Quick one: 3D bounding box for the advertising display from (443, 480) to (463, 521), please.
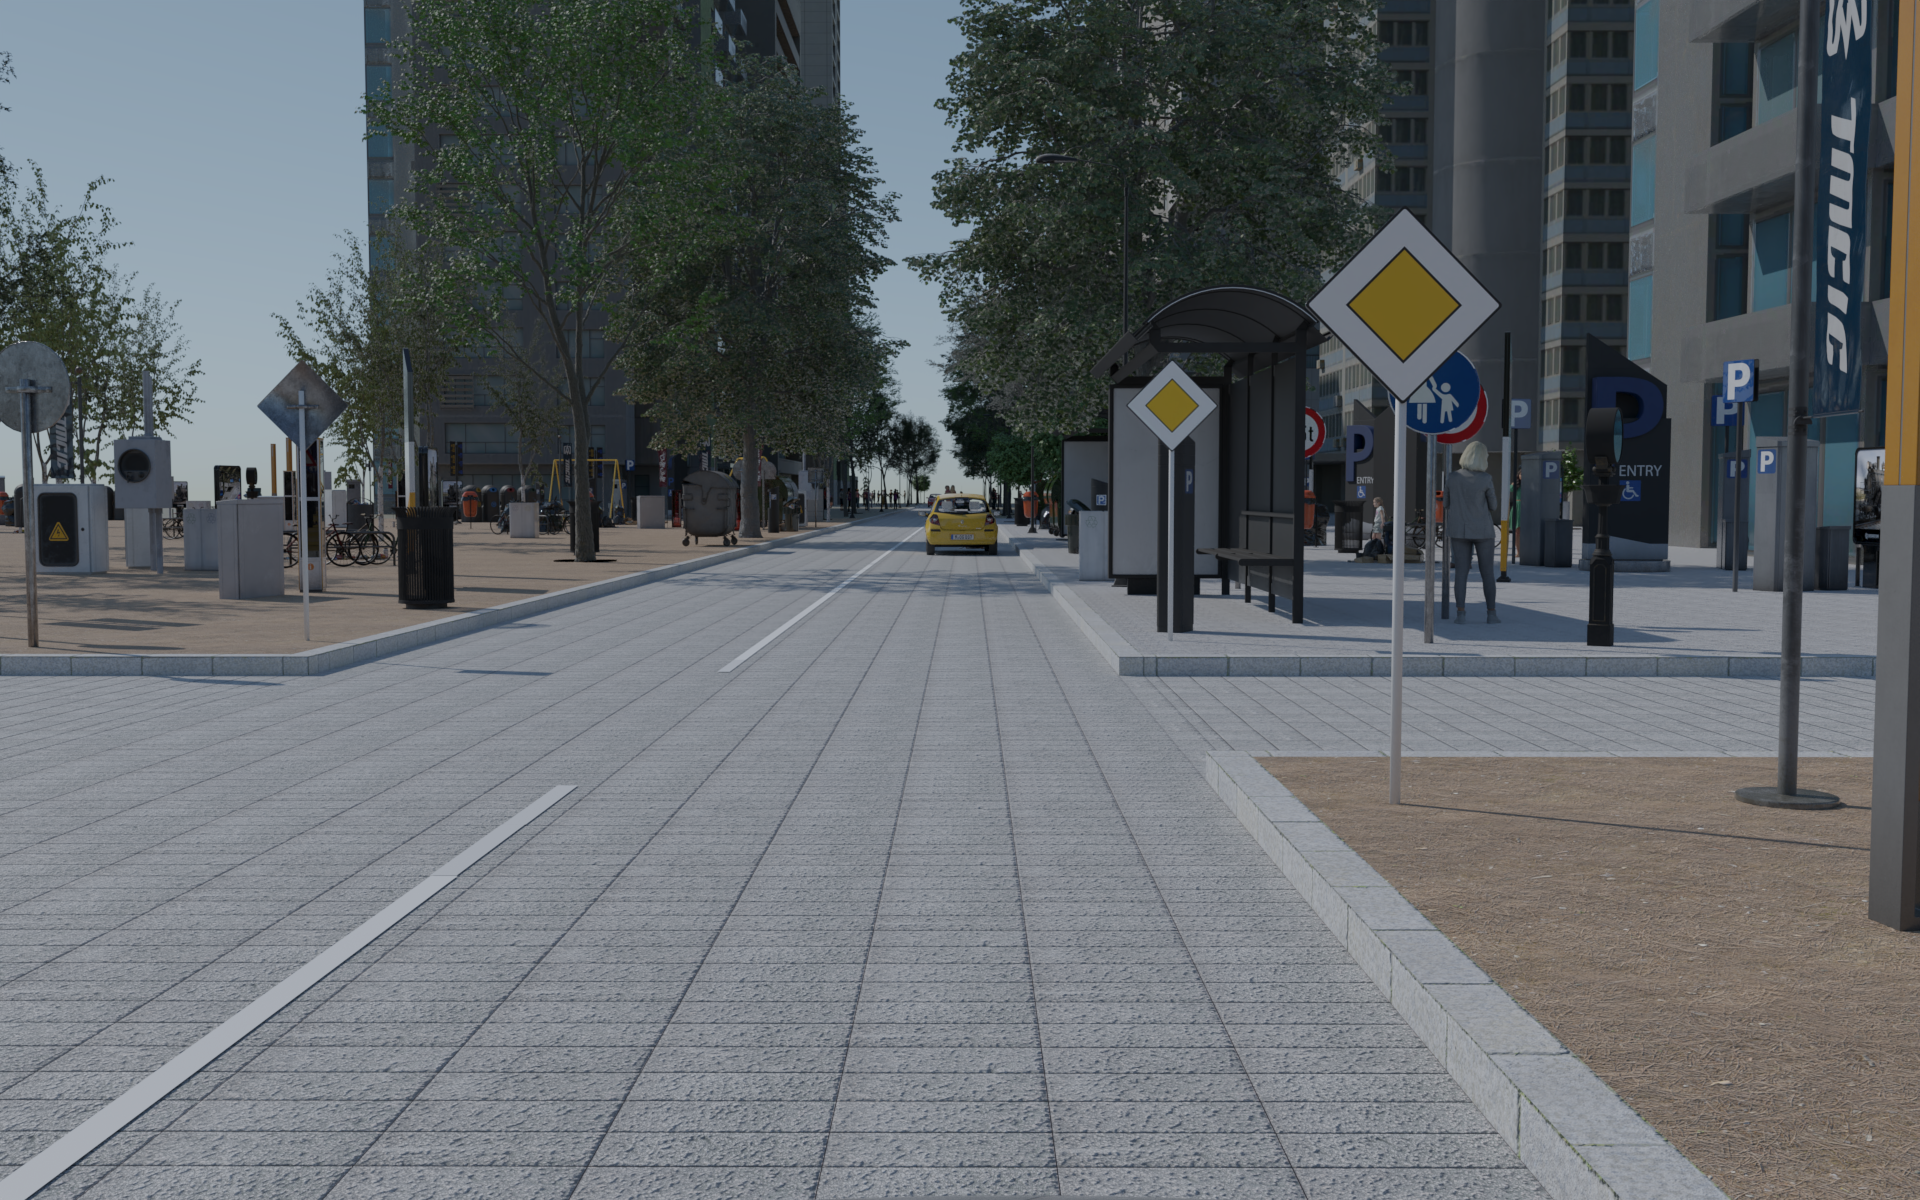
[{"bbox_3d":[-23.854,-4.659,81.394,0.974,1.923,0.123,-2,4,-33],"label":"advertising display"}]

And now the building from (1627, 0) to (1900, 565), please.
[{"bbox_3d":[30.196,-25.366,34.340,30.456,49.044,23.786,0,4,0],"label":"building"}]

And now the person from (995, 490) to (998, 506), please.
[{"bbox_3d":[3.665,-10.378,176.410,1.217,1.739,0.721,2,4,28],"label":"person"}]

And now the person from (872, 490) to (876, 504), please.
[{"bbox_3d":[-10.675,-12.789,215.141,0.705,1.824,1.348,-1,4,-14],"label":"person"}]

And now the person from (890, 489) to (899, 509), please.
[{"bbox_3d":[-5.510,-8.511,145.882,0.721,1.739,1.217,3,5,40],"label":"person"}]

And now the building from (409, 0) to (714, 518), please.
[{"bbox_3d":[-21.858,-25.337,97.854,14.154,41.232,14.086,0,4,0],"label":"building"}]

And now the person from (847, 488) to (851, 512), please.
[{"bbox_3d":[-7.838,-7.163,123.836,0.721,1.739,1.217,0,4,3],"label":"person"}]

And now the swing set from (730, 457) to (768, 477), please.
[{"bbox_3d":[-8.782,-4.630,73.316,2.862,2.851,3.119,-2,4,-28],"label":"swing set"}]

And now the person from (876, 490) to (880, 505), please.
[{"bbox_3d":[-9.132,-11.442,194.030,0.530,1.710,0.541,0,4,-5],"label":"person"}]

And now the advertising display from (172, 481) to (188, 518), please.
[{"bbox_3d":[-38.881,-4.958,86.275,0.123,1.923,0.974,2,4,25],"label":"advertising display"}]

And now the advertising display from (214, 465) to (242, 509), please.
[{"bbox_3d":[-16.398,-2.056,38.825,0.123,1.923,0.974,0,4,6],"label":"advertising display"}]

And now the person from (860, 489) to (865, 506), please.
[{"bbox_3d":[-10.760,-11.465,193.583,0.705,1.812,1.348,-2,4,-32],"label":"person"}]

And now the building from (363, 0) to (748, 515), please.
[{"bbox_3d":[-26.813,-30.597,119.869,23.786,49.044,30.456,0,4,0],"label":"building"}]

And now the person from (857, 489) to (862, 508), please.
[{"bbox_3d":[-9.230,-9.268,158.298,0.721,1.743,1.217,-2,4,-24],"label":"person"}]

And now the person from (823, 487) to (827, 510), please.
[{"bbox_3d":[-10.867,-8.185,139.804,0.705,1.831,1.348,0,4,2],"label":"person"}]

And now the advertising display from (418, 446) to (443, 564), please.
[{"bbox_3d":[-7.263,-1.132,23.717,0.123,1.923,0.974,-1,4,-9],"label":"advertising display"}]

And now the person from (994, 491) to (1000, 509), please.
[{"bbox_3d":[2.903,-8.357,143.400,0.721,1.743,1.217,3,4,37],"label":"person"}]

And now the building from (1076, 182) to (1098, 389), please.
[{"bbox_3d":[20.315,-31.533,199.155,14.154,41.232,14.086,0,4,0],"label":"building"}]

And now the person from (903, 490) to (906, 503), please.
[{"bbox_3d":[-7.771,-14.486,242.899,0.705,1.823,1.348,1,4,12],"label":"person"}]

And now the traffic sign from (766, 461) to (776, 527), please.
[{"bbox_3d":[-7.542,-4.124,67.535,0.768,2.556,0.104,0,4,7],"label":"traffic sign"}]

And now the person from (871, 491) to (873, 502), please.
[{"bbox_3d":[-12.700,-14.844,249.452,0.721,1.736,1.217,3,5,40],"label":"person"}]

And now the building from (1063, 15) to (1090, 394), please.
[{"bbox_3d":[23.575,-41.510,220.681,21.231,58.520,28.212,0,4,0],"label":"building"}]

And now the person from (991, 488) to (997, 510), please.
[{"bbox_3d":[2.760,-8.277,141.387,0.705,1.821,1.348,1,4,17],"label":"person"}]

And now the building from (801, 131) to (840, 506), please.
[{"bbox_3d":[-21.046,-30.940,189.461,14.154,41.232,14.086,0,4,0],"label":"building"}]

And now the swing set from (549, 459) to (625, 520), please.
[{"bbox_3d":[-16.773,-4.933,78.277,3.119,2.851,2.862,0,4,3],"label":"swing set"}]

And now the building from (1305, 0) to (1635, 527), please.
[{"bbox_3d":[29.742,-23.596,77.672,32.217,40.220,23.993,0,4,0],"label":"building"}]

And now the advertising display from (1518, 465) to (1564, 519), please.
[{"bbox_3d":[12.574,-1.976,37.524,0.974,1.923,0.123,0,4,-6],"label":"advertising display"}]

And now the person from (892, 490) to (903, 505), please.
[{"bbox_3d":[-7.418,-12.209,205.676,1.348,1.822,0.705,1,4,9],"label":"person"}]

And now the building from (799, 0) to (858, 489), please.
[{"bbox_3d":[-24.415,-48.712,234.690,20.563,71.187,20.611,0,4,0],"label":"building"}]

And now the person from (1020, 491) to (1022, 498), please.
[{"bbox_3d":[8.053,-13.745,231.705,0.436,1.711,0.756,-1,4,-10],"label":"person"}]

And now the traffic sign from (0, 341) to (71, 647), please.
[{"bbox_3d":[-7.772,-0.877,14.449,0.768,2.556,0.104,1,4,9],"label":"traffic sign"}]

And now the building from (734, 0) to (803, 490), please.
[{"bbox_3d":[-24.959,-31.936,145.855,21.300,48.544,21.600,0,4,0],"label":"building"}]

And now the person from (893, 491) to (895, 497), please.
[{"bbox_3d":[-8.325,-13.050,219.934,0.721,1.766,1.217,0,4,5],"label":"person"}]

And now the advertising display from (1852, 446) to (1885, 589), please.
[{"bbox_3d":[12.449,-1.122,23.561,0.123,1.923,0.974,0,4,1],"label":"advertising display"}]

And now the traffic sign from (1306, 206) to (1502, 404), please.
[{"bbox_3d":[1.820,-0.299,7.081,0.795,2.593,0.064,0,4,0],"label":"traffic sign"}]

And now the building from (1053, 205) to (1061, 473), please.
[{"bbox_3d":[19.427,-34.174,242.338,14.154,41.232,14.086,0,4,0],"label":"building"}]

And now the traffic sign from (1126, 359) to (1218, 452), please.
[{"bbox_3d":[1.859,-0.788,15.066,0.795,2.593,0.064,0,4,0],"label":"traffic sign"}]

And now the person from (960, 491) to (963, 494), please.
[{"bbox_3d":[0.003,-10.392,179.134,0.721,1.743,1.217,0,4,1],"label":"person"}]

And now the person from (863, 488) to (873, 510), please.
[{"bbox_3d":[-7.291,-7.960,136.914,0.721,1.743,1.217,3,4,37],"label":"person"}]

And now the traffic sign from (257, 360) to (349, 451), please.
[{"bbox_3d":[-5.735,-0.791,15.123,0.795,2.593,0.064,0,4,0],"label":"traffic sign"}]

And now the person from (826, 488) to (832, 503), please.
[{"bbox_3d":[-11.480,-8.714,148.495,1.348,1.826,0.705,2,4,27],"label":"person"}]

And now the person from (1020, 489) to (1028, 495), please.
[{"bbox_3d":[5.298,-8.276,142.154,0.742,1.727,0.445,1,4,12],"label":"person"}]

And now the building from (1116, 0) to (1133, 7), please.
[{"bbox_3d":[22.516,-36.708,142.174,21.231,58.520,28.212,0,4,0],"label":"building"}]

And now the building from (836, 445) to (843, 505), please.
[{"bbox_3d":[-21.254,-26.432,203.861,14.160,30.474,14.107,0,4,0],"label":"building"}]

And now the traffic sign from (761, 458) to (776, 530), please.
[{"bbox_3d":[-6.987,-3.767,61.593,0.884,2.594,0.081,1,4,10],"label":"traffic sign"}]

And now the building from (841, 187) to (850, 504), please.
[{"bbox_3d":[-21.405,-32.693,218.122,14.154,41.232,14.086,0,4,0],"label":"building"}]

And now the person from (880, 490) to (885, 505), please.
[{"bbox_3d":[-9.324,-12.451,209.695,1.350,1.814,0.705,-1,4,-16],"label":"person"}]

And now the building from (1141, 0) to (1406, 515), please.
[{"bbox_3d":[26.679,-32.107,114.184,28.713,52.752,27.495,0,4,0],"label":"building"}]
